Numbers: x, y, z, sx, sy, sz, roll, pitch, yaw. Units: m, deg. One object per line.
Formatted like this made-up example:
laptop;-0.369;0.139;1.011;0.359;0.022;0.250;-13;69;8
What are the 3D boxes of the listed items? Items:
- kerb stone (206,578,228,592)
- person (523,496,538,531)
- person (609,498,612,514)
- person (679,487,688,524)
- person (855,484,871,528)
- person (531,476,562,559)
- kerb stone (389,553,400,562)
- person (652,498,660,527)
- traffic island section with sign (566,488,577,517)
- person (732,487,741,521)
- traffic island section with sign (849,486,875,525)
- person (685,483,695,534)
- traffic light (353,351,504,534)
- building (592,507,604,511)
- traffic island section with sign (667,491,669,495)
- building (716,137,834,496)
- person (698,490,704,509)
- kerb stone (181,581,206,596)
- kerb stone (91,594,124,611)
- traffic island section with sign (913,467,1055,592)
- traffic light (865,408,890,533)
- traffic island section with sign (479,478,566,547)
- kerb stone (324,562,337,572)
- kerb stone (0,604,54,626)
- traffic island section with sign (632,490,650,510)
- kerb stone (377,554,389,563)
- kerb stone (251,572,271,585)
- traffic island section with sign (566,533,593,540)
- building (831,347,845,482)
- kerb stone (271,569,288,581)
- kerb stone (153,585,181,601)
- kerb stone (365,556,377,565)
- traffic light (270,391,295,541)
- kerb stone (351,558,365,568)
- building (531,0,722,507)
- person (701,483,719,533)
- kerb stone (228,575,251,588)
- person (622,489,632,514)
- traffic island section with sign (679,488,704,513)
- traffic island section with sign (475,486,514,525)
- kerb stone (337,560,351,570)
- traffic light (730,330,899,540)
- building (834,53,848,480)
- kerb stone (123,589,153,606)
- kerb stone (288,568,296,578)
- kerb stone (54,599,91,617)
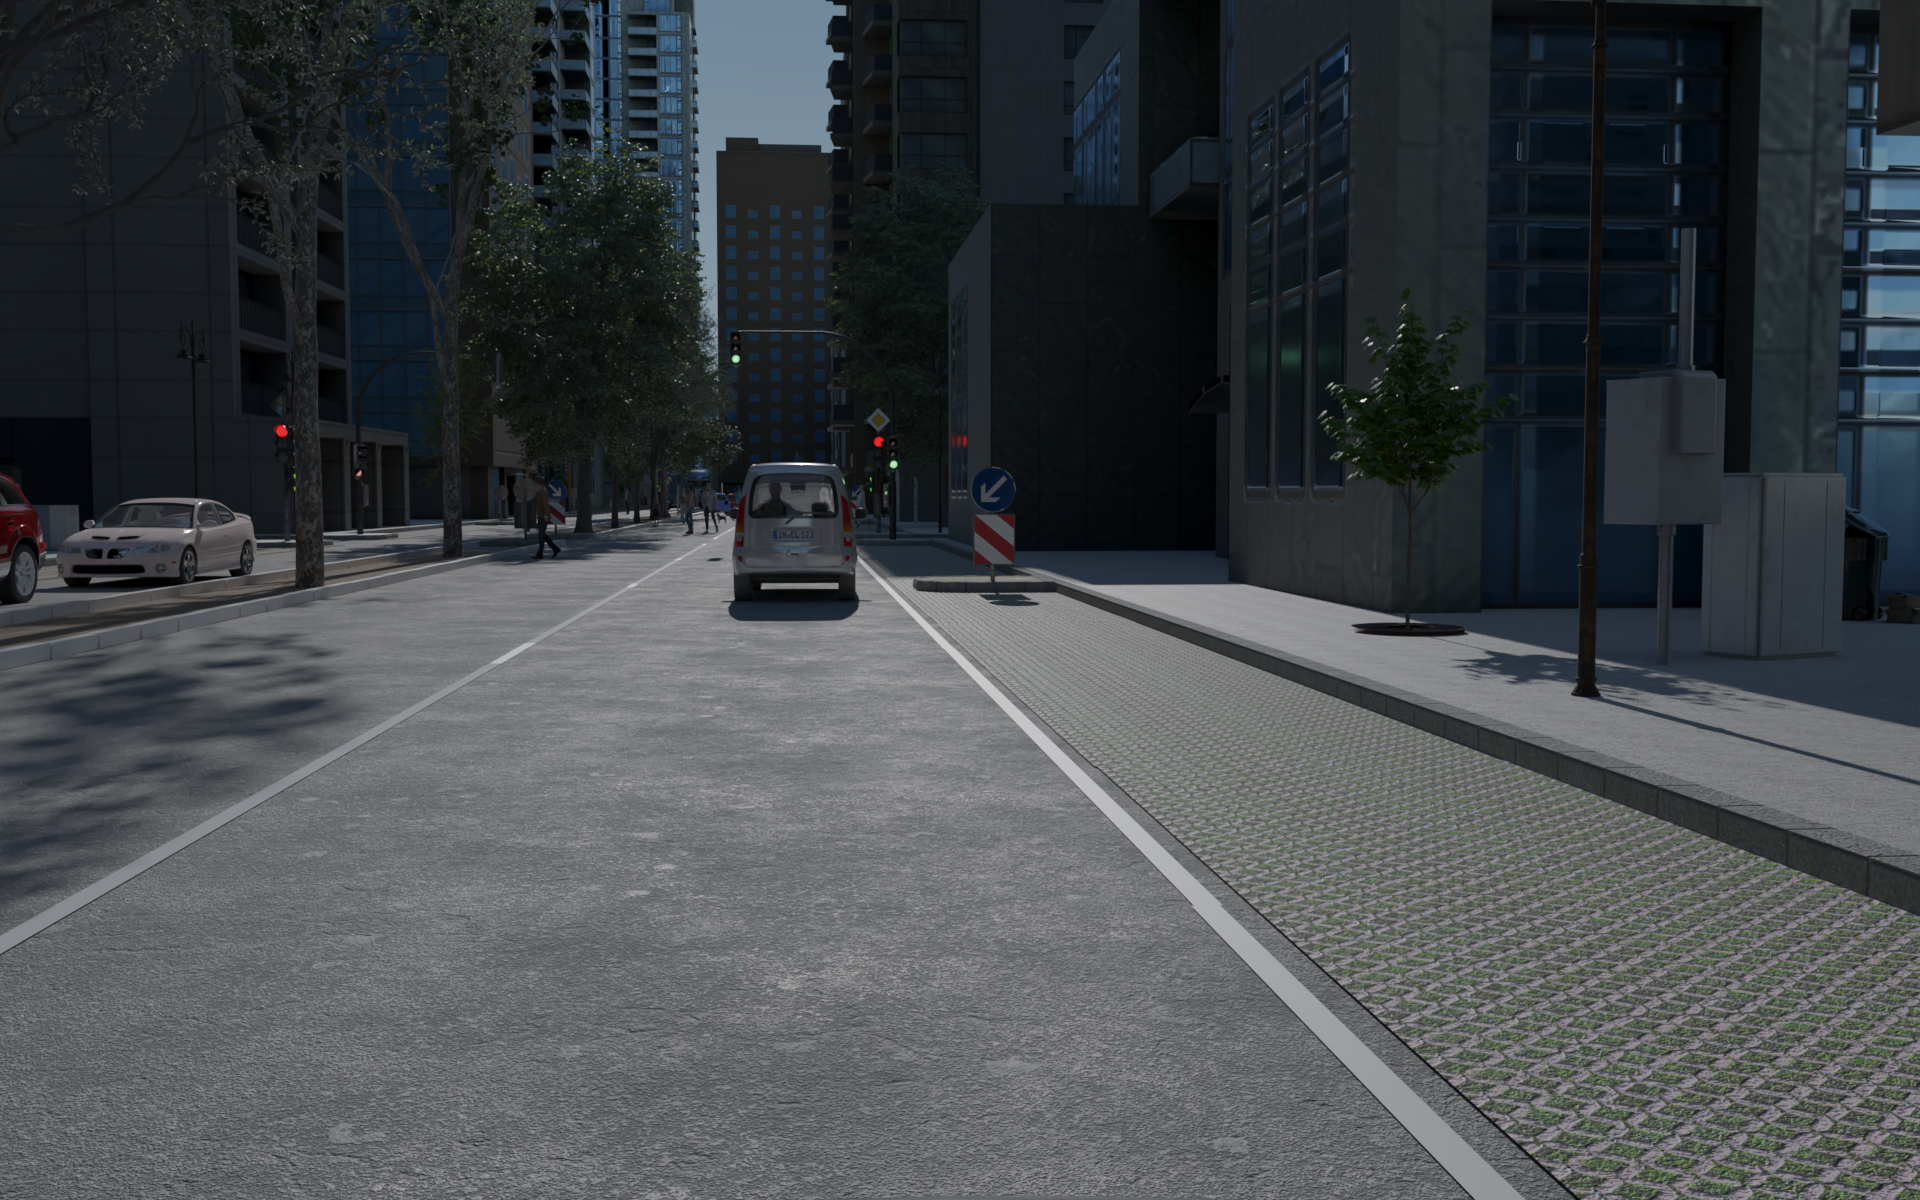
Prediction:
kerb stone;-11.043;-0.203;25.522;0.120;0.150;1.000;0;4;-5
person;-16.595;-3.587;67.108;0.822;1.834;0.622;-3;5;-42
person;-23.361;-6.268;115.988;0.505;1.210;0.382;3;5;43
person;-13.202;-4.519;82.942;0.519;1.759;0.362;-2;4;-28
person;-4.106;-3.964;73.187;0.818;1.842;0.514;-2;4;-26
person;-9.246;-1.839;38.484;0.656;1.842;0.836;3;5;41
kerb stone;-12.118;-0.889;36.770;0.120;0.150;1.000;0;4;-5
person;-13.279;-3.825;75.706;0.362;1.253;0.373;1;4;13
traffic island section with sign;-23.755;-6.008;106.855;1.989;1.847;2.006;0;4;-5
person;-12.086;-5.239;94.025;0.748;1.841;0.638;-1;4;-16
traffic island section with sign;-5.042;-4.474;81.775;1.989;1.847;2.006;0;4;-5
person;-9.734;-3.300;62.458;0.388;1.821;0.555;-1;4;-12
traffic light;-16.990;-4.928;55.234;4.771;5.953;1.251;0;4;-5
building;-40.727;-50.736;142.209;22.319;86.520;31.000;0;4;-5
traffic island section with sign;-31.109;-10.683;183.290;1.989;1.847;2.006;0;4;-5
building;-23.471;-34.915;220.974;14.200;45.320;14.600;0;4;-5
person;-24.368;-9.504;163.893;1.348;1.823;0.705;3;5;41
kerb stone;-10.938;-0.141;24.505;0.120;0.150;1.000;0;4;-5
kerb stone;-10.645;0.050;21.449;0.120;0.150;1.000;0;4;-5
traffic island section with sign;0.310;-1.065;26.045;1.989;1.847;2.006;0;4;-5
traffic light;-2.679;-4.139;56.585;0.839;4.253;0.868;0;4;-5
traffic island section with sign;-12.147;-2.439;48.011;2.006;1.907;1.989;0;4;-5
kerb stone;-11.630;-0.578;31.647;0.120;0.150;1.000;0;4;-5
kerb stone;-10.454;0.171;19.398;0.120;0.150;1.000;0;4;-5
traffic island section with sign;-28.518;-9.042;156.459;1.989;1.847;2.006;0;4;-5
kerb stone;-12.022;-0.828;35.736;0.120;0.150;1.000;0;4;-5
kerb stone;-11.231;-0.329;27.572;0.120;0.150;1.000;0;4;-5
traffic island section with sign;-12.847;-2.890;55.385;2.006;1.907;1.989;0;4;-5
building;-0.316;-21.373;194.493;27.650;21.520;28.899;0;4;-5
kerb stone;-11.339;-0.391;28.591;0.120;0.150;1.000;0;4;-5
kerb stone;-10.845;-0.079;23.486;0.120;0.150;1.000;0;4;-5
kerb stone;-11.923;-0.766;34.712;0.120;0.150;1.000;0;4;-5
traffic light;-18.300;-3.555;47.051;0.839;4.253;0.868;0;4;-5
kerb stone;-11.819;-0.703;33.696;0.120;0.150;1.000;0;4;-5
building;-46.549;-55.586;221.496;31.000;86.520;22.319;0;4;-5
person;-9.246;-3.409;64.083;0.661;1.843;0.795;1;4;15
kerb stone;-11.137;-0.265;26.554;0.120;0.150;1.000;0;4;-5
person;-23.551;-6.945;122.455;0.661;1.777;0.834;1;4;13
traffic island section with sign;-20.047;-7.464;130.179;2.006;1.907;1.989;0;4;-5
traffic island section with sign;-21.154;-4.351;79.770;1.989;1.847;2.006;0;4;-5
kerb stone;-11.729;-0.640;32.664;0.120;0.150;1.000;0;4;-5
traffic light;-3.989;-4.503;48.296;4.771;5.953;1.251;0;4;-5
building;-4.677;-31.901;171.684;14.600;45.320;14.200;0;4;-5
kerb stone;-10.748;-0.017;22.467;0.120;0.150;1.000;0;4;-5
kerb stone;-11.433;-0.454;29.611;0.120;0.150;1.000;0;4;-5
kerb stone;-10.550;0.108;20.424;0.120;0.150;1.000;0;4;-5
